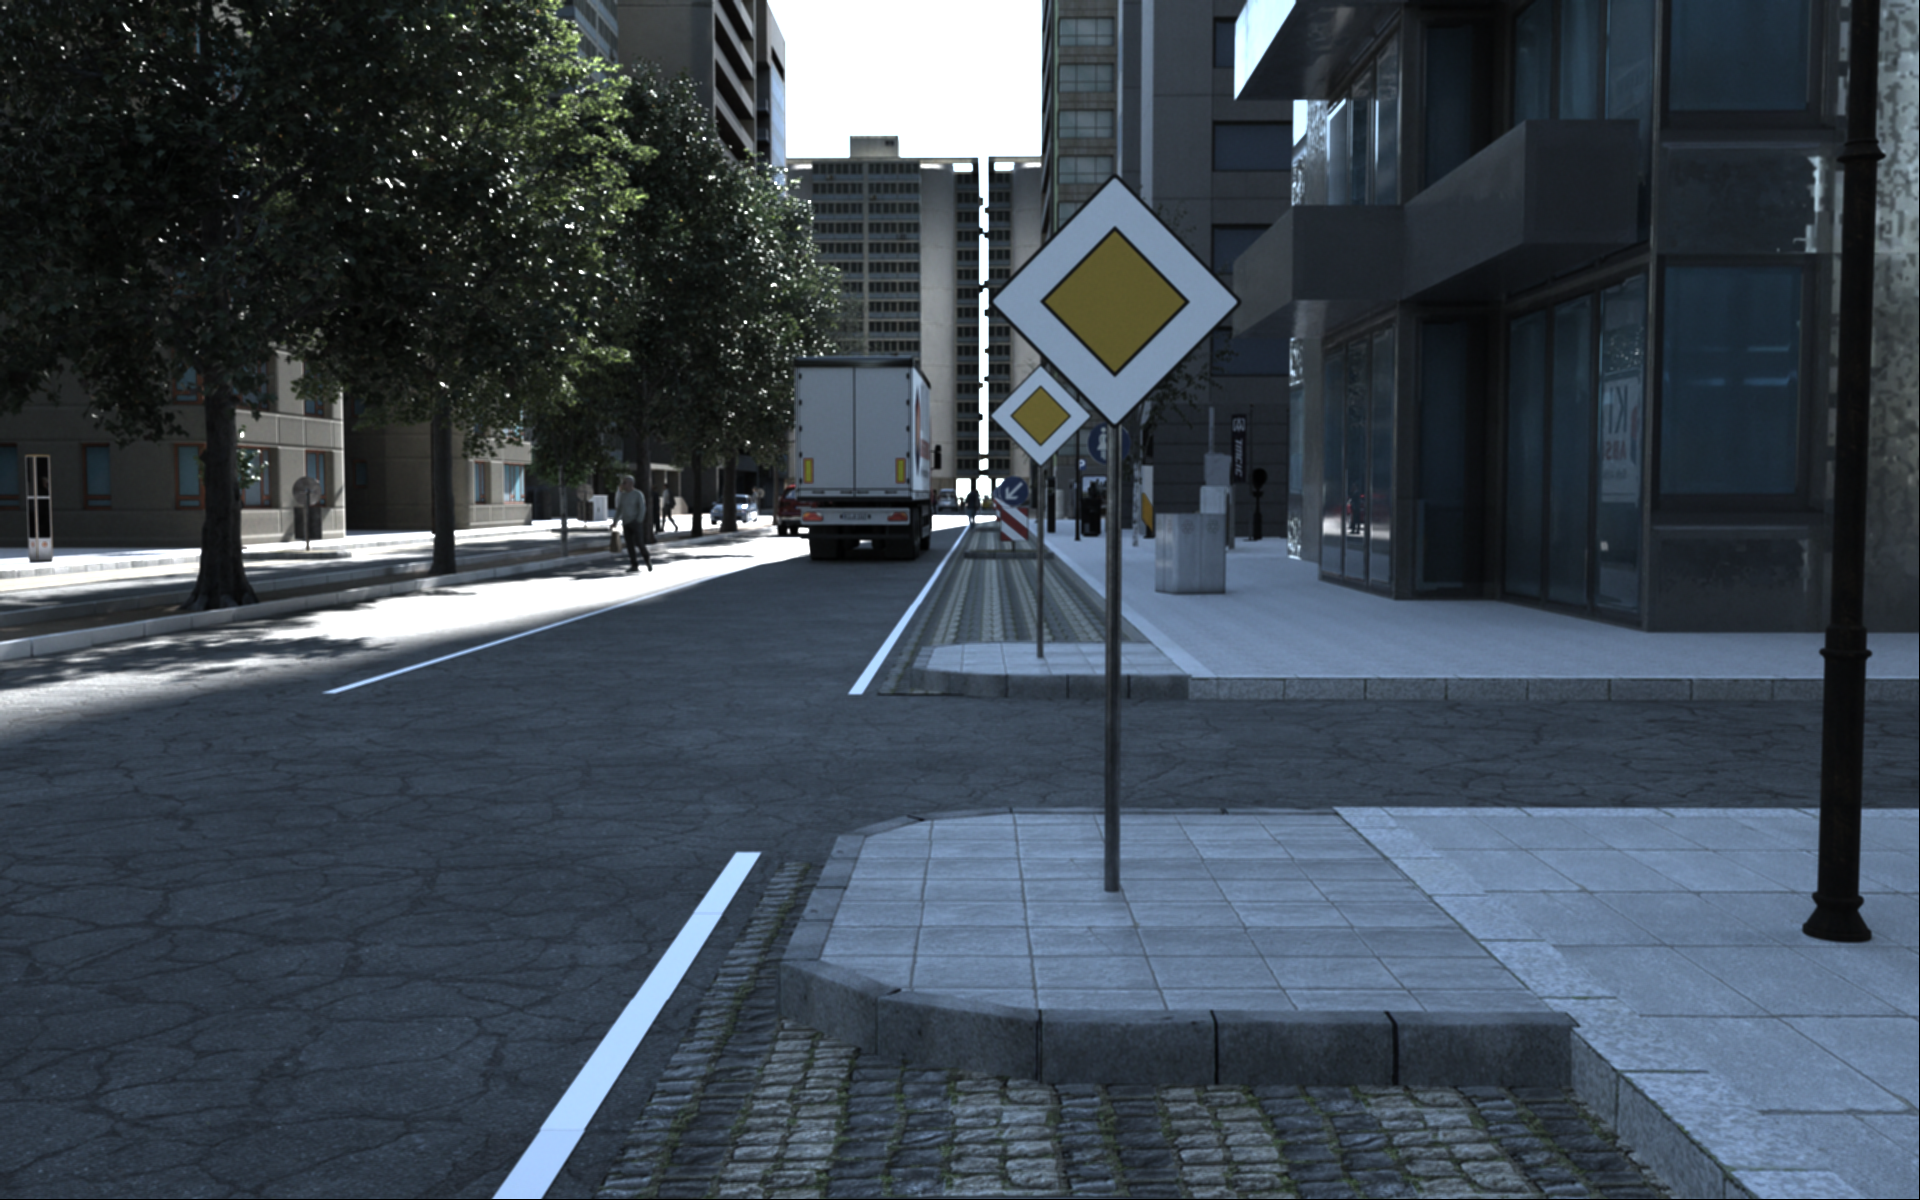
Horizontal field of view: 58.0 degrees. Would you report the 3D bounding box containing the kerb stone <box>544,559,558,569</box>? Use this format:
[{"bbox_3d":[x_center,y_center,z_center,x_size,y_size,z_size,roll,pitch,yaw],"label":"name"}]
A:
[{"bbox_3d":[-7.957,-0.669,33.233,0.120,0.150,1.000,0,4,1],"label":"kerb stone"}]

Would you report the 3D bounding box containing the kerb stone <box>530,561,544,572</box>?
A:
[{"bbox_3d":[-7.979,-0.612,32.210,0.120,0.150,1.000,0,4,1],"label":"kerb stone"}]

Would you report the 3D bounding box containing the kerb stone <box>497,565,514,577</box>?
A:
[{"bbox_3d":[-8.008,-0.487,30.164,0.120,0.150,1.000,0,4,1],"label":"kerb stone"}]

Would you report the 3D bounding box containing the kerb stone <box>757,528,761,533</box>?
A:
[{"bbox_3d":[-7.441,-2.492,62.933,0.120,0.150,1.000,0,4,1],"label":"kerb stone"}]

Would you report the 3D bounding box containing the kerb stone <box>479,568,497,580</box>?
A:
[{"bbox_3d":[-8.037,-0.422,29.142,0.120,0.150,1.000,0,4,1],"label":"kerb stone"}]

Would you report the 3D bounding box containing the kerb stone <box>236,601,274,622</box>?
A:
[{"bbox_3d":[-8.186,0.141,19.929,0.120,0.150,1.000,0,4,1],"label":"kerb stone"}]

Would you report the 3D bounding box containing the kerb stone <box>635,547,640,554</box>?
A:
[{"bbox_3d":[-7.821,-1.177,41.442,0.120,0.150,1.000,0,4,1],"label":"kerb stone"}]

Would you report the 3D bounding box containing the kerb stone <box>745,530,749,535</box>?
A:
[{"bbox_3d":[-7.493,-2.301,59.867,0.120,0.150,1.000,0,4,1],"label":"kerb stone"}]

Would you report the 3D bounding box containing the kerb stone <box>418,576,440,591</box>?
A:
[{"bbox_3d":[-8.084,-0.237,26.075,0.120,0.150,1.000,0,4,1],"label":"kerb stone"}]

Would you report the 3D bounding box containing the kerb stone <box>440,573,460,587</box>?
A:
[{"bbox_3d":[-8.069,-0.300,27.097,0.120,0.150,1.000,0,4,1],"label":"kerb stone"}]

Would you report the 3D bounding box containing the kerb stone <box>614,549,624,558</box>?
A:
[{"bbox_3d":[-7.855,-1.050,39.379,0.120,0.150,1.000,0,4,1],"label":"kerb stone"}]

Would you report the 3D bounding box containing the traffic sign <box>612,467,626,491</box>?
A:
[{"bbox_3d":[-15.962,-4.942,80.911,0.768,2.556,0.104,1,4,9],"label":"traffic sign"}]

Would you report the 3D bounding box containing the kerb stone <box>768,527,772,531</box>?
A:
[{"bbox_3d":[-7.396,-2.680,66.011,0.120,0.150,1.000,0,4,1],"label":"kerb stone"}]

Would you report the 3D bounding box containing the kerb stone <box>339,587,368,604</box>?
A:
[{"bbox_3d":[-8.134,-0.044,22.995,0.120,0.150,1.000,0,4,1],"label":"kerb stone"}]

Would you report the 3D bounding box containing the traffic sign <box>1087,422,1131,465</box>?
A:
[{"bbox_3d":[2.625,-1.864,30.583,0.768,2.556,0.104,0,4,8],"label":"traffic sign"}]

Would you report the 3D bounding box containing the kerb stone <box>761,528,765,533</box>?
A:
[{"bbox_3d":[-7.432,-2.554,63.961,0.120,0.150,1.000,0,4,1],"label":"kerb stone"}]

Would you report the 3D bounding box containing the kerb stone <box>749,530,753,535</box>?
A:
[{"bbox_3d":[-7.479,-2.367,60.889,0.120,0.150,1.000,0,4,1],"label":"kerb stone"}]

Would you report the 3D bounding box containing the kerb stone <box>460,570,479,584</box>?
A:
[{"bbox_3d":[-8.055,-0.360,28.120,0.120,0.150,1.000,0,4,1],"label":"kerb stone"}]

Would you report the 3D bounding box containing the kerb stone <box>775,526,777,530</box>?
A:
[{"bbox_3d":[-7.362,-2.803,68.066,0.120,0.150,1.000,0,4,1],"label":"kerb stone"}]

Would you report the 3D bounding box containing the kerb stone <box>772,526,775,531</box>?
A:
[{"bbox_3d":[-7.379,-2.741,67.040,0.120,0.150,1.000,0,4,1],"label":"kerb stone"}]

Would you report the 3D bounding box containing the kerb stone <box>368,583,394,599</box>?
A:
[{"bbox_3d":[-8.119,-0.111,24.017,0.120,0.150,1.000,0,4,1],"label":"kerb stone"}]

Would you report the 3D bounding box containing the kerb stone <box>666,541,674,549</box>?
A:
[{"bbox_3d":[-7.746,-1.425,45.531,0.120,0.150,1.000,0,4,1],"label":"kerb stone"}]

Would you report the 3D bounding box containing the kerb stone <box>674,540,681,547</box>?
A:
[{"bbox_3d":[-7.726,-1.486,46.553,0.120,0.150,1.000,0,4,1],"label":"kerb stone"}]

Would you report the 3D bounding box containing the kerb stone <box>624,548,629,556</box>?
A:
[{"bbox_3d":[-7.834,-1.112,40.412,0.120,0.150,1.000,0,4,1],"label":"kerb stone"}]

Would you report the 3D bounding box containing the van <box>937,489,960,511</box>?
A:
[{"bbox_3d":[-0.970,-8.369,143.850,2.013,2.044,4.112,0,4,2],"label":"van"}]

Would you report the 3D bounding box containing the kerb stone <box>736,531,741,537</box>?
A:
[{"bbox_3d":[-7.535,-2.178,57.819,0.120,0.150,1.000,0,4,1],"label":"kerb stone"}]

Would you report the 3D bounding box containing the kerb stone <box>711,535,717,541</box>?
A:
[{"bbox_3d":[-7.623,-1.866,52.701,0.120,0.150,1.000,0,4,1],"label":"kerb stone"}]

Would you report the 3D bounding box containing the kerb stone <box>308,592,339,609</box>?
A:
[{"bbox_3d":[-8.154,0.014,21.973,0.120,0.150,1.000,0,4,1],"label":"kerb stone"}]

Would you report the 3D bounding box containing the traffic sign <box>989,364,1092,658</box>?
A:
[{"bbox_3d":[0.626,-0.604,13.526,0.795,2.450,0.064,0,4,1],"label":"traffic sign"}]

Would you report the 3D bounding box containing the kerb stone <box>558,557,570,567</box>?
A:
[{"bbox_3d":[-7.939,-0.736,34.258,0.120,0.150,1.000,0,4,1],"label":"kerb stone"}]

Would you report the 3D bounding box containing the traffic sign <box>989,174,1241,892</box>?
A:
[{"bbox_3d":[0.489,-0.116,5.542,0.795,2.450,0.064,0,4,1],"label":"traffic sign"}]

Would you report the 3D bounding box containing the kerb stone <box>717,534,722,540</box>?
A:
[{"bbox_3d":[-7.614,-1.920,53.724,0.120,0.150,1.000,0,4,1],"label":"kerb stone"}]

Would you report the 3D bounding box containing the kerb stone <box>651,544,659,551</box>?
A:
[{"bbox_3d":[-7.785,-1.302,43.487,0.120,0.150,1.000,0,4,1],"label":"kerb stone"}]

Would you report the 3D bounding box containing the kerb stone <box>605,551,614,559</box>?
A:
[{"bbox_3d":[-7.876,-0.988,38.351,0.120,0.150,1.000,0,4,1],"label":"kerb stone"}]

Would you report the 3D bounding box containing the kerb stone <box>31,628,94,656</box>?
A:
[{"bbox_3d":[-8.255,0.390,15.827,0.120,0.150,1.000,0,4,1],"label":"kerb stone"}]

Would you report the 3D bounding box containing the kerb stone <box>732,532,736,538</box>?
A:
[{"bbox_3d":[-7.546,-2.113,56.797,0.120,0.150,1.000,0,4,1],"label":"kerb stone"}]

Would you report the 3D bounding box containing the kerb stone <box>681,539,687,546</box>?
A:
[{"bbox_3d":[-7.709,-1.553,47.581,0.120,0.150,1.000,0,4,1],"label":"kerb stone"}]

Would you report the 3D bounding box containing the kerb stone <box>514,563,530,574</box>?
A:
[{"bbox_3d":[-7.991,-0.547,31.188,0.120,0.150,1.000,0,4,1],"label":"kerb stone"}]

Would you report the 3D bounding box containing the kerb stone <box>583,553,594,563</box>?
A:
[{"bbox_3d":[-7.903,-0.857,36.302,0.120,0.150,1.000,0,4,1],"label":"kerb stone"}]

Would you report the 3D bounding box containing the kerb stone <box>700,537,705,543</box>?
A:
[{"bbox_3d":[-7.660,-1.737,50.652,0.120,0.150,1.000,0,4,1],"label":"kerb stone"}]

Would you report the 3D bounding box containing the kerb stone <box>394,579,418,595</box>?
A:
[{"bbox_3d":[-8.100,-0.174,25.043,0.120,0.150,1.000,0,4,1],"label":"kerb stone"}]

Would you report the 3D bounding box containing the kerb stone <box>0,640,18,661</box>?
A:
[{"bbox_3d":[-8.277,0.455,14.800,0.120,0.150,1.000,0,4,1],"label":"kerb stone"}]

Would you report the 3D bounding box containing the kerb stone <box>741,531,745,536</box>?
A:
[{"bbox_3d":[-7.518,-2.241,58.841,0.120,0.150,1.000,0,4,1],"label":"kerb stone"}]

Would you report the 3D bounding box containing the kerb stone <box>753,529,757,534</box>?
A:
[{"bbox_3d":[-7.470,-2.426,61.911,0.120,0.150,1.000,0,4,1],"label":"kerb stone"}]

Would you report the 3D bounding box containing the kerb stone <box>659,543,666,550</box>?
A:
[{"bbox_3d":[-7.764,-1.365,44.509,0.120,0.150,1.000,0,4,1],"label":"kerb stone"}]

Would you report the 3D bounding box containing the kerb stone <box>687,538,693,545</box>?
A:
[{"bbox_3d":[-7.701,-1.615,48.607,0.120,0.150,1.000,0,4,1],"label":"kerb stone"}]

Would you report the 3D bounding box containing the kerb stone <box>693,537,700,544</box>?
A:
[{"bbox_3d":[-7.676,-1.678,49.629,0.120,0.150,1.000,0,4,1],"label":"kerb stone"}]

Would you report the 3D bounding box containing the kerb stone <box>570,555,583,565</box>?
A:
[{"bbox_3d":[-7.919,-0.800,35.280,0.120,0.150,1.000,0,4,1],"label":"kerb stone"}]

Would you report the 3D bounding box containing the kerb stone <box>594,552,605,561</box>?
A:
[{"bbox_3d":[-7.887,-0.923,37.329,0.120,0.150,1.000,0,4,1],"label":"kerb stone"}]

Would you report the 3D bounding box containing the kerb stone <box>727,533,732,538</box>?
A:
[{"bbox_3d":[-7.573,-2.054,55.774,0.120,0.150,1.000,0,4,1],"label":"kerb stone"}]

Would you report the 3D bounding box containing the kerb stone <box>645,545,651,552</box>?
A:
[{"bbox_3d":[-7.798,-1.235,42.465,0.120,0.150,1.000,0,4,1],"label":"kerb stone"}]

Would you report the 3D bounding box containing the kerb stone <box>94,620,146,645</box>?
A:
[{"bbox_3d":[-8.248,0.331,16.857,0.120,0.150,1.000,0,4,1],"label":"kerb stone"}]

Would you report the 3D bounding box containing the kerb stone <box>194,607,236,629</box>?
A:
[{"bbox_3d":[-8.207,0.205,18.901,0.120,0.150,1.000,0,4,1],"label":"kerb stone"}]

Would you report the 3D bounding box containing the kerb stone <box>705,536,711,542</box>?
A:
[{"bbox_3d":[-7.645,-1.803,51.674,0.120,0.150,1.000,0,4,1],"label":"kerb stone"}]

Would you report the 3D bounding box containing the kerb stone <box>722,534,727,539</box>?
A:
[{"bbox_3d":[-7.592,-1.987,54.751,0.120,0.150,1.000,0,4,1],"label":"kerb stone"}]

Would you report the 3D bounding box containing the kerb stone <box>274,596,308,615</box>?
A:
[{"bbox_3d":[-8.173,0.076,20.951,0.120,0.150,1.000,0,4,1],"label":"kerb stone"}]

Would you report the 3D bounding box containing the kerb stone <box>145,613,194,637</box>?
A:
[{"bbox_3d":[-8.226,0.264,17.879,0.120,0.150,1.000,0,4,1],"label":"kerb stone"}]

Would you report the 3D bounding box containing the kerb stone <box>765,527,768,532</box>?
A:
[{"bbox_3d":[-7.411,-2.617,64.989,0.120,0.150,1.000,0,4,1],"label":"kerb stone"}]
